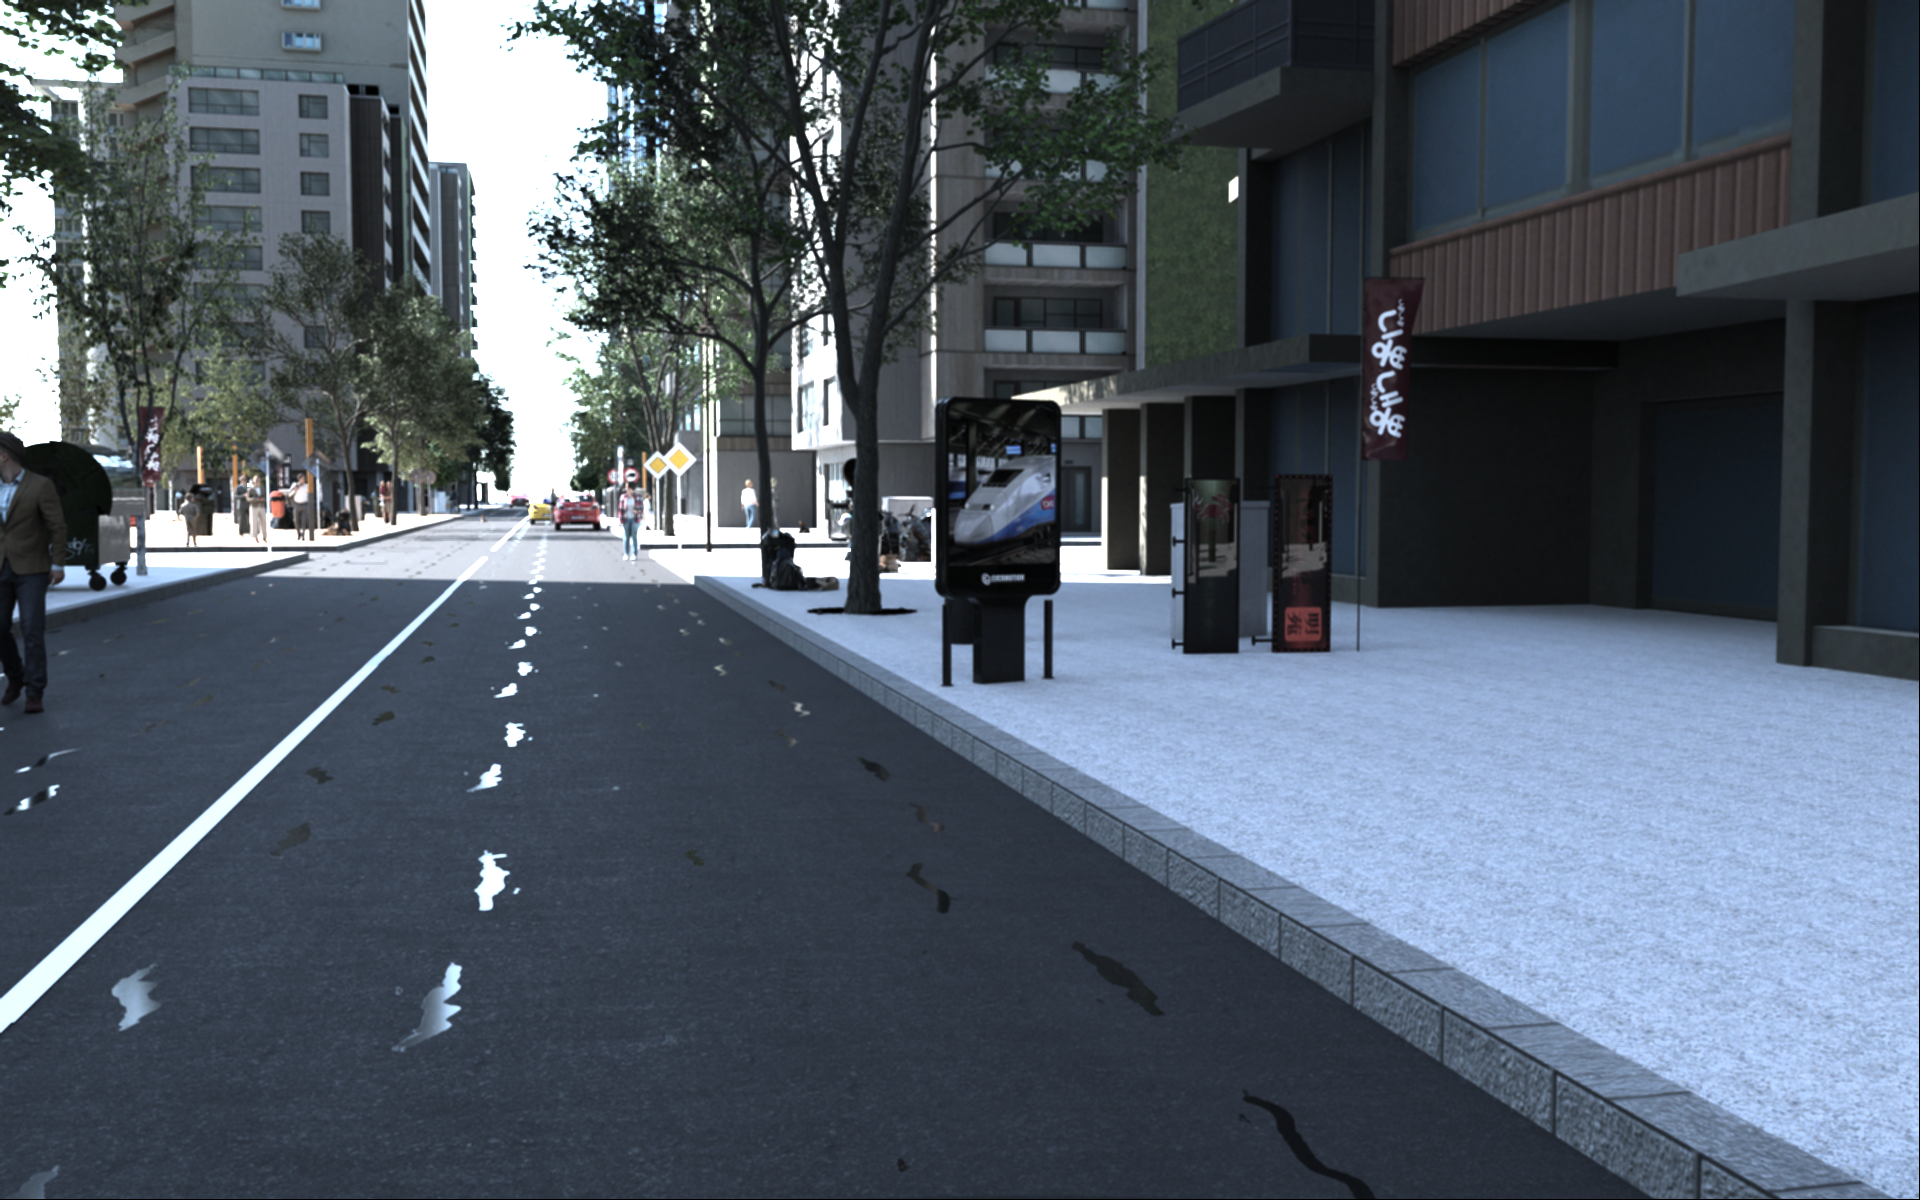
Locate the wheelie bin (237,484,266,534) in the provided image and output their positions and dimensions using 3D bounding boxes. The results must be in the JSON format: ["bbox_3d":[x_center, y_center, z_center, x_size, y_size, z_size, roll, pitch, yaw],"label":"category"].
[{"bbox_3d":[-22.879,-2.936,55.919,0.980,1.594,0.693,2,4,29],"label":"wheelie bin"}]

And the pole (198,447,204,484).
[{"bbox_3d":[-31.947,-4.837,72.920,0.158,3.312,0.155,0,3,0],"label":"pole"}]

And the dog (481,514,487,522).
[{"bbox_3d":[-24.320,-4.187,88.651,0.550,0.427,0.748,2,4,27],"label":"dog"}]

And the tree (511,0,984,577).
[{"bbox_3d":[-3.275,-5.628,26.422,7.601,10.594,8.767,-1,4,-16],"label":"tree"}]

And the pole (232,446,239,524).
[{"bbox_3d":[-30.594,-4.850,73.133,0.158,3.312,0.155,0,3,0],"label":"pole"}]

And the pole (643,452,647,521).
[{"bbox_3d":[-15.258,-5.503,83.821,0.158,3.312,0.155,0,3,0],"label":"pole"}]

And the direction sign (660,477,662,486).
[{"bbox_3d":[-15.598,-5.997,90.056,0.379,3.537,0.876,-1,4,-20],"label":"direction sign"}]

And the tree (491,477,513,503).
[{"bbox_3d":[-66.190,-16.340,250.880,4.285,4.588,4.351,0,3,0],"label":"tree"}]

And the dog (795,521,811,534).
[{"bbox_3d":[-5.125,-2.361,56.343,0.550,0.427,0.748,0,4,0],"label":"dog"}]

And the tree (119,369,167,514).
[{"bbox_3d":[-44.140,-8.978,97.155,4.737,8.622,4.395,0,3,0],"label":"tree"}]

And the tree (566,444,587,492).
[{"bbox_3d":[-47.917,-16.381,218.195,4.360,8.622,3.978,0,3,0],"label":"tree"}]

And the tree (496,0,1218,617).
[{"bbox_3d":[-1.071,-5.650,18.131,9.928,11.665,9.643,0,3,0],"label":"tree"}]

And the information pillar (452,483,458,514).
[{"bbox_3d":[-32.845,-6.614,112.632,0.304,2.012,0.304,0,4,6],"label":"information pillar"}]

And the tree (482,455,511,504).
[{"bbox_3d":[-59.989,-16.792,224.918,4.360,8.622,3.978,0,3,0],"label":"tree"}]

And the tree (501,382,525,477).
[{"bbox_3d":[-40.647,-13.977,146.645,7.486,12.596,7.792,0,3,0],"label":"tree"}]

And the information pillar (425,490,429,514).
[{"bbox_3d":[-34.511,-6.570,111.910,0.304,2.012,0.304,-2,4,-29],"label":"information pillar"}]

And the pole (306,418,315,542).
[{"bbox_3d":[-17.517,-3.233,46.708,0.158,3.312,0.155,0,3,0],"label":"pole"}]

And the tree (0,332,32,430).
[{"bbox_3d":[-43.845,-7.797,77.842,4.737,8.622,4.395,0,3,0],"label":"tree"}]

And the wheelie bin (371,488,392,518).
[{"bbox_3d":[-33.253,-5.623,99.845,0.693,1.594,0.980,2,4,33],"label":"wheelie bin"}]

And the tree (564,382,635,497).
[{"bbox_3d":[-22.362,-9.634,107.881,4.737,8.622,4.395,0,3,0],"label":"tree"}]

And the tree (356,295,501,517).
[{"bbox_3d":[-30.498,-11.010,98.133,7.486,12.596,7.792,0,3,0],"label":"tree"}]

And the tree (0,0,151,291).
[{"bbox_3d":[-11.047,-5.901,14.601,7.486,12.596,7.792,0,3,0],"label":"tree"}]

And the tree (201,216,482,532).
[{"bbox_3d":[-20.812,-7.592,58.535,7.601,10.594,8.767,1,4,21],"label":"tree"}]

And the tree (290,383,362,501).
[{"bbox_3d":[-40.932,-9.842,111.276,4.360,8.622,3.978,0,3,0],"label":"tree"}]

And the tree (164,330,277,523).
[{"bbox_3d":[-32.146,-7.712,76.449,4.737,8.622,4.395,0,3,0],"label":"tree"}]

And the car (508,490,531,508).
[{"bbox_3d":[-45.485,-10.407,178.827,2.281,1.827,5.304,-1,4,-15],"label":"car"}]

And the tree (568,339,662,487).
[{"bbox_3d":[-25.341,-12.786,127.175,7.486,12.596,7.792,0,3,0],"label":"tree"}]

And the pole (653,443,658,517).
[{"bbox_3d":[-11.857,-4.502,67.459,0.158,3.312,0.155,0,3,0],"label":"pole"}]

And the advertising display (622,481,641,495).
[{"bbox_3d":[-15.947,-4.821,84.040,0.974,1.923,0.123,1,4,20],"label":"advertising display"}]

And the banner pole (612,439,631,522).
[{"bbox_3d":[-15.553,-5.441,78.983,0.401,3.779,0.863,-3,5,-44],"label":"banner pole"}]

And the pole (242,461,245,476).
[{"bbox_3d":[-43.178,-6.767,104.491,0.158,3.312,0.155,0,3,0],"label":"pole"}]

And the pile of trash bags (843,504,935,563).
[{"bbox_3d":[-0.597,-1.425,33.046,3.447,1.369,1.912,3,4,36],"label":"pile of trash bags"}]

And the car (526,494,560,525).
[{"bbox_3d":[-19.716,-4.441,82.841,2.015,1.641,3.980,-1,4,-15],"label":"car"}]

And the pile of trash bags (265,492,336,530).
[{"bbox_3d":[-24.000,-3.234,62.630,1.912,1.369,3.447,0,4,3],"label":"pile of trash bags"}]

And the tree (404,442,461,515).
[{"bbox_3d":[-32.791,-7.565,107.395,4.285,4.588,4.351,0,3,0],"label":"tree"}]

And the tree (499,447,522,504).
[{"bbox_3d":[-71.376,-19.684,272.188,4.737,8.622,4.395,0,3,0],"label":"tree"}]

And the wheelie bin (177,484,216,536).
[{"bbox_3d":[-23.187,-2.754,52.943,0.693,1.594,0.980,1,4,17],"label":"wheelie bin"}]

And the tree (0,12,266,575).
[{"bbox_3d":[-12.896,-4.689,27.021,4.360,8.622,3.978,0,3,0],"label":"tree"}]

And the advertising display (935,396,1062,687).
[{"bbox_3d":[0.266,-0.400,11.762,0.974,1.923,0.123,-2,4,-34],"label":"advertising display"}]

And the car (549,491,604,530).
[{"bbox_3d":[-15.463,-3.724,69.921,2.155,1.783,4.494,-1,4,-13],"label":"car"}]

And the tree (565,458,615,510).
[{"bbox_3d":[-36.983,-11.589,173.201,4.285,4.588,4.351,0,3,0],"label":"tree"}]
